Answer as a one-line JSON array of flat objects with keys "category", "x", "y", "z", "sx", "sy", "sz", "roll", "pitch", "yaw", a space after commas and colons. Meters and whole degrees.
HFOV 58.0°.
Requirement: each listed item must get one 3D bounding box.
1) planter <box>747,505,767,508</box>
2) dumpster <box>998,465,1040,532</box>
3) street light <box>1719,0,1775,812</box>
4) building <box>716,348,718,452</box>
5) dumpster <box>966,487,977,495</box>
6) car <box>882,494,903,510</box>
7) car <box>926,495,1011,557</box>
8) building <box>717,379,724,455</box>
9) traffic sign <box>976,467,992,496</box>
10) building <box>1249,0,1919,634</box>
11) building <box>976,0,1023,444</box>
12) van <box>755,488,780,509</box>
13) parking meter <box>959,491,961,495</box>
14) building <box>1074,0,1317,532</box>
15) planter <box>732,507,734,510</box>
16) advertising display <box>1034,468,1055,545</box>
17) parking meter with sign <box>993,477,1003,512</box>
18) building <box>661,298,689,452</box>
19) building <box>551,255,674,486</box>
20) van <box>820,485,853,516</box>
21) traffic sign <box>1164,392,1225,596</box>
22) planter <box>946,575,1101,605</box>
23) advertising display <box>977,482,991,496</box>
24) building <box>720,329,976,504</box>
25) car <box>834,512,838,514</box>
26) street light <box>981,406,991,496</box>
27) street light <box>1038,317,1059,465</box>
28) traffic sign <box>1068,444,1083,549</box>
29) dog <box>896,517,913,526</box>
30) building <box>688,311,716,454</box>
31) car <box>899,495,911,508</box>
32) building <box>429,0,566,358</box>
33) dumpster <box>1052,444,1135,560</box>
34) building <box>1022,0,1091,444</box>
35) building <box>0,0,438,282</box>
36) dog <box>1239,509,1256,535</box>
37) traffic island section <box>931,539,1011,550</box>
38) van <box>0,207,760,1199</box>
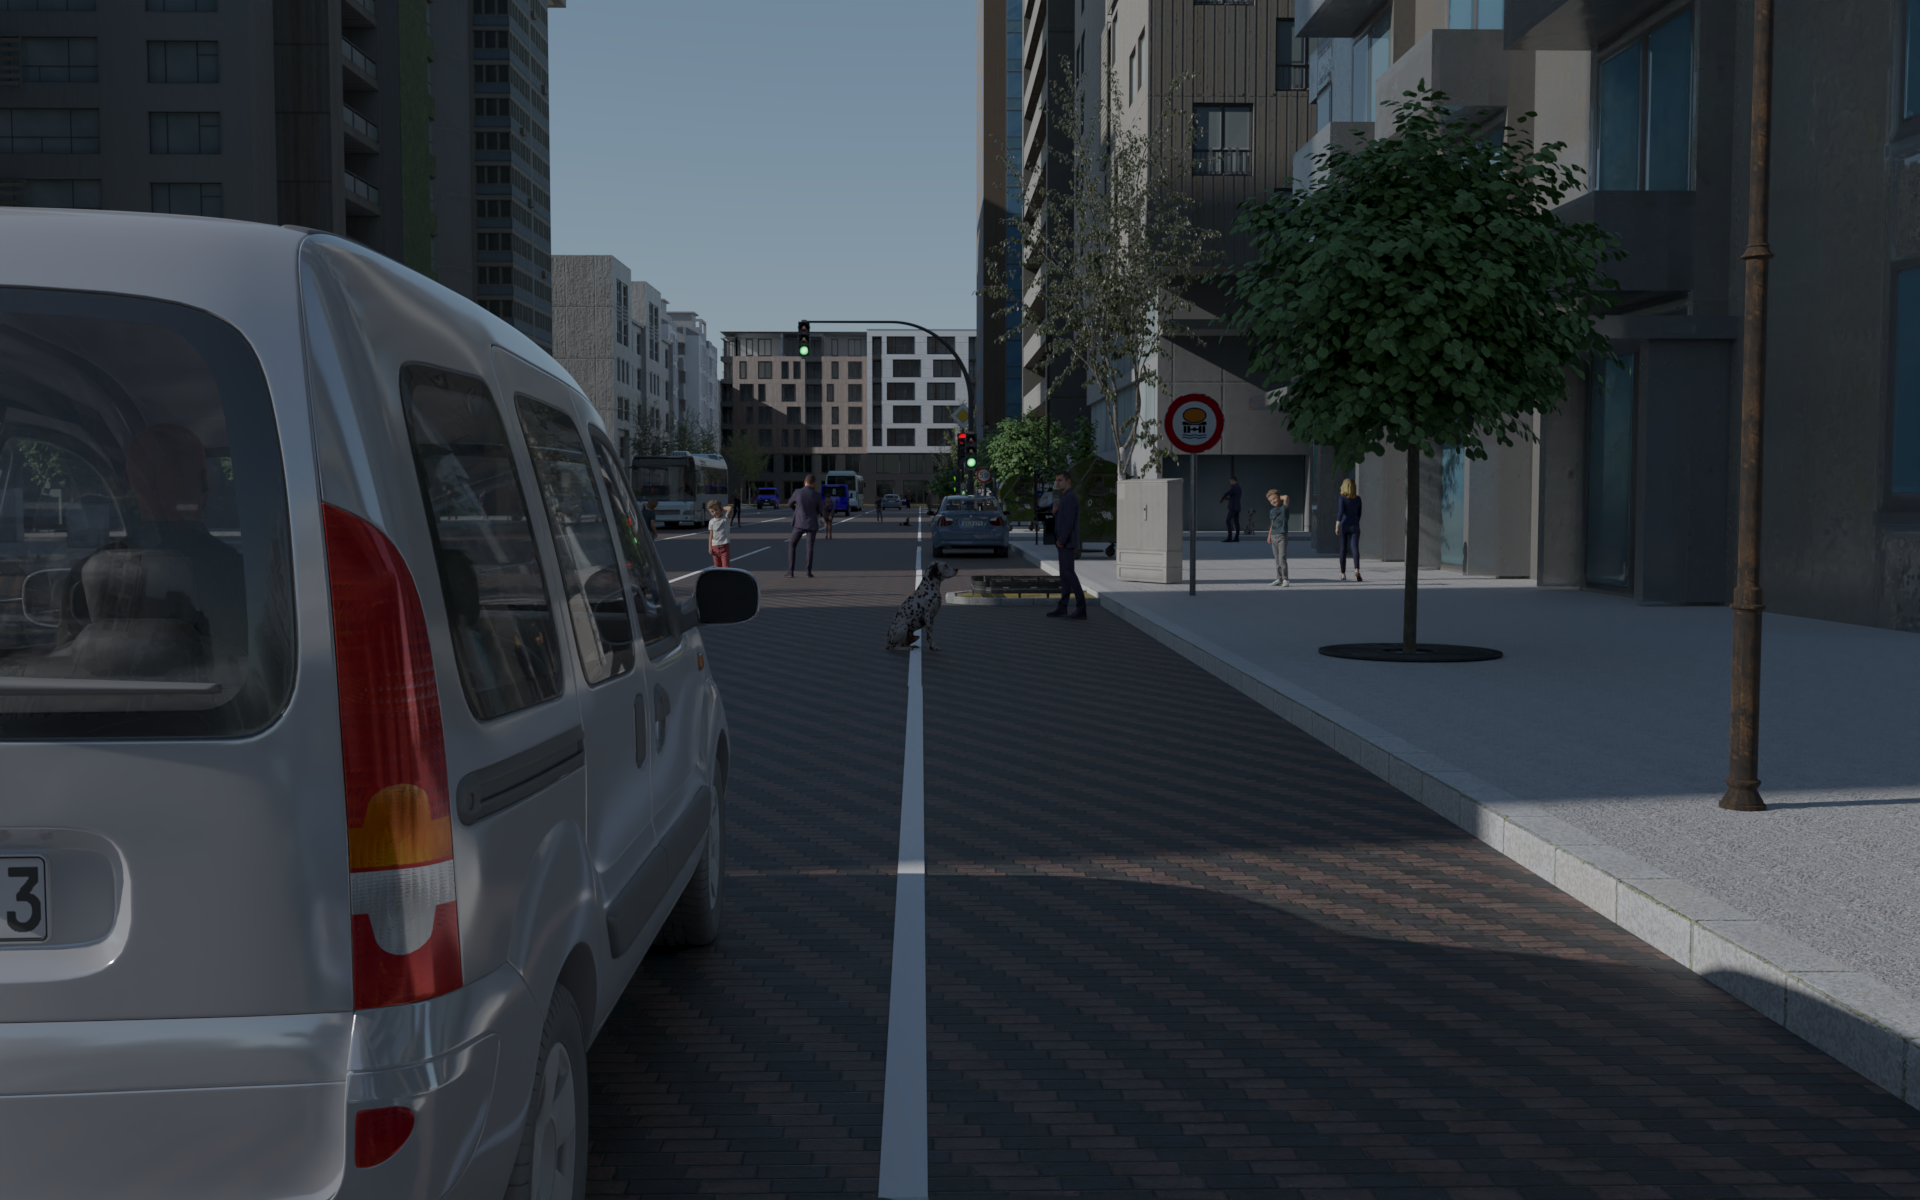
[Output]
[{"category": "planter", "x": -21.326, "y": -9.848, "z": 182.151, "sx": 1.991, "sy": 0.319, "sz": 1.994, "roll": 0, "pitch": 4, "yaw": -1}, {"category": "dumpster", "x": 2.091, "y": -3.509, "z": 59.870, "sx": 1.502, "sy": 2.255, "sz": 1.985, "roll": 0, "pitch": 4, "yaw": -1}, {"category": "street light", "x": 3.200, "y": -2.087, "z": 6.904, "sx": 0.468, "sy": 5.910, "sz": 1.993, "roll": 0, "pitch": 4, "yaw": -1}, {"category": "building", "x": -33.145, "y": -20.582, "z": 192.933, "sx": 11.380, "sy": 20.091, "sz": 16.016, "roll": 0, "pitch": 4, "yaw": -1}, {"category": "dumpster", "x": 1.016, "y": -5.957, "z": 103.162, "sx": 1.264, "sy": 1.857, "sz": 1.865, "roll": 0, "pitch": 4, "yaw": -1}, {"category": "car", "x": -6.139, "y": -8.796, "z": 155.810, "sx": 2.014, "sy": 1.417, "sz": 4.499, "roll": 0, "pitch": 4, "yaw": -2}, {"category": "car", "x": 0.215, "y": -1.742, "z": 40.479, "sx": 2.014, "sy": 1.417, "sz": 4.499, "roll": 0, "pitch": 4, "yaw": -1}, {"category": "building", "x": -45.971, "y": -21.838, "z": 223.505, "sx": 31.486, "sy": 18.905, "sz": 16.747, "roll": 0, "pitch": 4, "yaw": -1}, {"category": "traffic sign", "x": 1.142, "y": -4.982, "z": 81.557, "sx": 0.768, "sy": 2.556, "sz": 0.104, "roll": 0, "pitch": 3, "yaw": 0}, {"category": "building", "x": 18.073, "y": -24.897, "z": 26.671, "sx": 23.786, "sy": 49.044, "sz": 30.456, "roll": 0, "pitch": 4, "yaw": -1}, {"category": "building", "x": 8.278, "y": -28.815, "z": 121.237, "sx": 14.600, "sy": 45.320, "sz": 14.200, "roll": 0, "pitch": 4, "yaw": -1}, {"category": "van", "x": -18.357, "y": -9.867, "z": 165.702, "sx": 2.240, "sy": 2.365, "sz": 5.245, "roll": 0, "pitch": 4, "yaw": -2}, {"category": "parking meter", "x": 0.137, "y": -6.682, "z": 117.657, "sx": 0.372, "sy": 1.533, "sz": 0.369, "roll": 0, "pitch": 3, "yaw": 0}, {"category": "building", "x": 18.670, "y": -29.317, "z": 68.572, "sx": 27.495, "sy": 52.752, "sz": 28.713, "roll": 0, "pitch": 4, "yaw": -1}, {"category": "planter", "x": -20.705, "y": -8.200, "z": 155.215, "sx": 1.991, "sy": 0.319, "sz": 1.994, "roll": 0, "pitch": 4, "yaw": -1}, {"category": "advertising display", "x": 2.273, "y": -2.355, "z": 43.721, "sx": 0.974, "sy": 1.923, "sz": 0.123, "roll": -3, "pitch": 4, "yaw": -36}, {"category": "parking meter with sign", "x": 1.722, "y": -4.956, "z": 77.296, "sx": 0.543, "sy": 3.016, "sz": 1.738, "roll": 0, "pitch": 4, "yaw": -3}, {"category": "building", "x": -35.039, "y": -18.887, "z": 165.224, "sx": 16.016, "sy": 20.091, "sz": 11.380, "roll": 0, "pitch": 4, "yaw": -1}, {"category": "building", "x": -34.402, "y": -16.968, "z": 143.878, "sx": 16.747, "sy": 18.905, "sz": 31.486, "roll": 0, "pitch": 4, "yaw": -1}, {"category": "van", "x": -8.170, "y": -6.666, "z": 113.381, "sx": 2.240, "sy": 2.365, "sz": 5.245, "roll": 0, "pitch": 4, "yaw": -3}, {"category": "traffic sign", "x": 2.942, "y": -1.328, "z": 21.827, "sx": 0.768, "sy": 2.556, "sz": 0.104, "roll": 0, "pitch": 4, "yaw": 2}, {"category": "planter", "x": 0.805, "y": -0.131, "z": 23.285, "sx": 1.991, "sy": 0.319, "sz": 1.994, "roll": 0, "pitch": 4, "yaw": -1}, {"category": "advertising display", "x": 1.422, "y": -5.442, "z": 94.183, "sx": 0.974, "sy": 1.923, "sz": 0.123, "roll": 1, "pitch": 4, "yaw": 10}, {"category": "building", "x": -14.010, "y": -23.509, "z": 228.351, "sx": 32.646, "sy": 21.610, "sz": 27.936, "roll": 0, "pitch": 4, "yaw": -1}, {"category": "car", "x": -9.918, "y": -7.193, "z": 127.202, "sx": 1.945, "sy": 1.707, "sz": 3.694, "roll": 0, "pitch": 4, "yaw": 0}, {"category": "street light", "x": 1.343, "y": -7.162, "z": 89.890, "sx": 0.468, "sy": 5.910, "sz": 1.993, "roll": 0, "pitch": 4, "yaw": -1}, {"category": "street light", "x": 2.314, "y": -4.431, "z": 45.231, "sx": 0.468, "sy": 5.910, "sz": 1.993, "roll": 0, "pitch": 4, "yaw": -1}, {"category": "traffic sign", "x": 2.829, "y": -2.466, "z": 40.433, "sx": 0.768, "sy": 2.556, "sz": 0.104, "roll": 0, "pitch": 4, "yaw": 5}, {"category": "dog", "x": -2.522, "y": -3.524, "z": 77.817, "sx": 0.748, "sy": 0.427, "sz": 0.550, "roll": 1, "pitch": 4, "yaw": 12}, {"category": "building", "x": -33.978, "y": -19.615, "z": 177.125, "sx": 16.016, "sy": 20.091, "sz": 11.380, "roll": 0, "pitch": 4, "yaw": -1}, {"category": "car", "x": -6.124, "y": -10.444, "z": 183.345, "sx": 1.945, "sy": 1.354, "sz": 3.894, "roll": 0, "pitch": 4, "yaw": -2}, {"category": "building", "x": -39.441, "y": -25.541, "z": 109.471, "sx": 32.217, "sy": 40.220, "sz": 23.993, "roll": 0, "pitch": 4, "yaw": -1}, {"category": "dumpster", "x": 2.659, "y": -1.961, "z": 34.563, "sx": 1.502, "sy": 2.255, "sz": 1.985, "roll": 0, "pitch": 4, "yaw": -1}, {"category": "building", "x": 14.702, "y": -28.852, "z": 95.426, "sx": 21.300, "sy": 48.544, "sz": 21.600, "roll": 0, "pitch": 4, "yaw": -1}, {"category": "building", "x": -29.855, "y": -23.557, "z": 68.750, "sx": 14.154, "sy": 41.232, "sz": 14.086, "roll": 0, "pitch": 4, "yaw": -1}, {"category": "dog", "x": 9.041, "y": -2.466, "z": 54.694, "sx": 0.800, "sy": 0.831, "sz": 0.513, "roll": -1, "pitch": 4, "yaw": -20}, {"category": "traffic island section", "x": 0.299, "y": -1.430, "z": 45.663, "sx": 2.009, "sy": 0.180, "sz": 2.903, "roll": 0, "pitch": 4, "yaw": -1}, {"category": "van", "x": -1.538, "y": 0.172, "z": 4.207, "sx": 2.013, "sy": 2.044, "sz": 4.112, "roll": 0, "pitch": 4, "yaw": -2}]
